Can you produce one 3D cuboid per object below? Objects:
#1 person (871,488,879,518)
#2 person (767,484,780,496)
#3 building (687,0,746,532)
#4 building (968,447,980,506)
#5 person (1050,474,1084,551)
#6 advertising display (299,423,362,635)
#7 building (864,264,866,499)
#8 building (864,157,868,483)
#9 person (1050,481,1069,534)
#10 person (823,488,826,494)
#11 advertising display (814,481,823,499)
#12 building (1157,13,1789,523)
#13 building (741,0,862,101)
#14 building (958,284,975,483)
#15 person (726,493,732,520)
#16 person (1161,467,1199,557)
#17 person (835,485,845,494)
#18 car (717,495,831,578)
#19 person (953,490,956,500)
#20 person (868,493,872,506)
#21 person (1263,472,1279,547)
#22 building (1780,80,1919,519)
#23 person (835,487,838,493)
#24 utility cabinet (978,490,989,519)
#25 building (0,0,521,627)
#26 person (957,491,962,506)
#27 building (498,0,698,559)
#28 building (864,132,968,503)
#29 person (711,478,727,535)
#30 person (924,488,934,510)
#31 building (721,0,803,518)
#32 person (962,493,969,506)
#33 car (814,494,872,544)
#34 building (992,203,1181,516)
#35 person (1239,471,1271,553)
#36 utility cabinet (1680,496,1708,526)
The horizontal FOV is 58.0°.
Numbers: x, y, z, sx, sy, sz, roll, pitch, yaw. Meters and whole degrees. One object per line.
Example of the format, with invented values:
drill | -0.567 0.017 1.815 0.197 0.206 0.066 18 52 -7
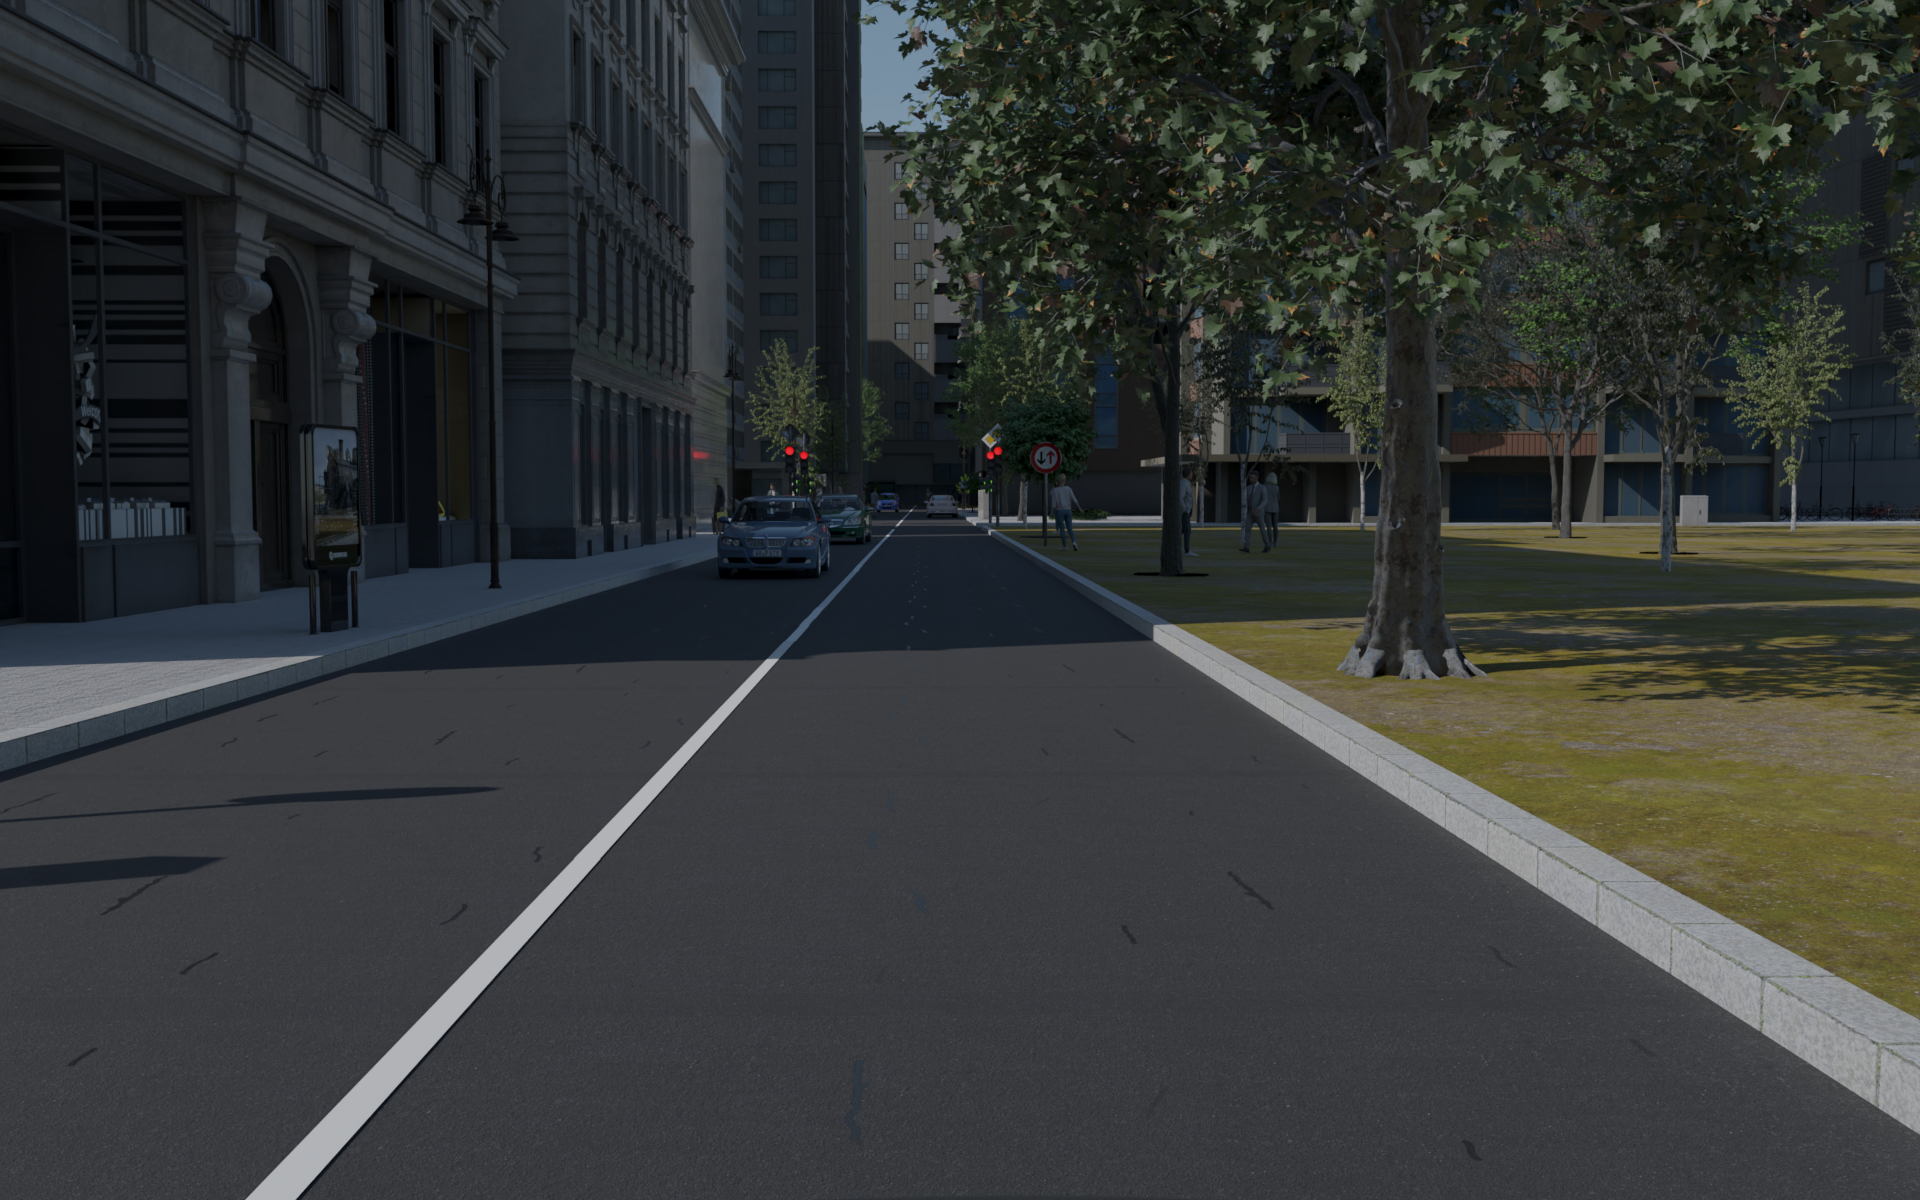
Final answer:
person | -5.091 -5.865 104.589 0.606 1.804 0.583 3 4 36
person | -8.897 -4.673 82.790 0.623 1.781 0.721 -1 4 -10
building | -18.759 -13.784 61.526 21.152 22.565 11.583 0 4 -1
building | 12.343 -53.108 180.981 22.319 86.520 31.000 0 4 -1
person | 2.466 -1.979 39.078 0.731 1.740 0.598 -2 4 -26
advertising display | -5.866 -0.671 16.186 0.123 1.923 0.974 0 4 6
building | -18.209 -26.207 200.180 14.160 30.474 14.107 0 4 -1
building | -19.071 -34.819 219.394 14.200 45.320 14.600 0 4 -1
person | 3.278 -3.024 56.073 0.593 1.750 0.643 -2 4 -29
person | -8.856 -6.386 111.045 0.643 1.750 0.593 0 4 1
advertising display | -7.153 -5.028 87.418 0.123 1.923 0.974 1 4 15
building | 23.818 -26.300 84.632 28.867 44.769 22.147 0 4 -1
building | -14.345 -27.002 125.083 14.154 41.232 14.086 0 4 -1
building | 10.902 -34.097 212.111 22.147 44.769 28.867 0 4 -1
person | -11.589 -4.834 85.254 0.728 1.800 0.709 1 4 17
person | 4.536 -1.822 35.687 0.795 1.843 0.661 1 4 12
person | -4.516 -3.401 64.447 0.599 1.781 0.374 0 4 -6
car | -3.290 -1.170 31.132 2.014 1.417 4.499 0 4 -1
person | -0.592 -11.408 193.277 0.721 1.735 1.217 -1 4 -14
person | -9.284 -10.440 180.001 0.557 1.426 1.065 -2 4 -28
person | 7.442 -2.176 41.808 0.537 1.800 0.526 -1 4 -10
building | 61.983 -30.845 93.550 27.495 52.752 28.713 0 4 -1
person | -8.095 -6.548 113.516 0.576 1.772 0.534 3 5 43
utility cabinet | 1.191 -4.863 88.196 0.318 1.500 1.173 -1 4 -12
building | -12.679 -9.900 12.773 10.553 20.767 40.483 0 4 -1
person | -0.058 -10.664 180.852 0.683 1.767 0.568 1 4 17
building | -12.419 -11.814 42.305 9.793 20.994 18.267 0 4 -1
building | -8.184 -40.399 249.769 27.495 52.752 28.713 0 4 -1
person | -7.635 -2.988 55.107 0.699 1.804 1.509 0 4 1
person | -2.028 -6.362 112.427 0.656 1.842 0.836 -1 4 -11
building | -25.180 -24.804 97.423 32.217 40.220 23.993 0 4 -1
person | 0.535 -11.225 190.511 0.756 1.711 0.436 3 4 36
car | -3.599 -2.393 50.919 2.131 1.459 4.920 0 4 1
building | 8.072 -28.051 108.752 14.600 45.320 14.200 0 4 -1
person | 6.466 -1.926 37.812 0.850 1.792 0.678 -3 4 -39
utility cabinet | 29.701 -3.603 70.077 1.020 1.237 0.306 0 4 1
